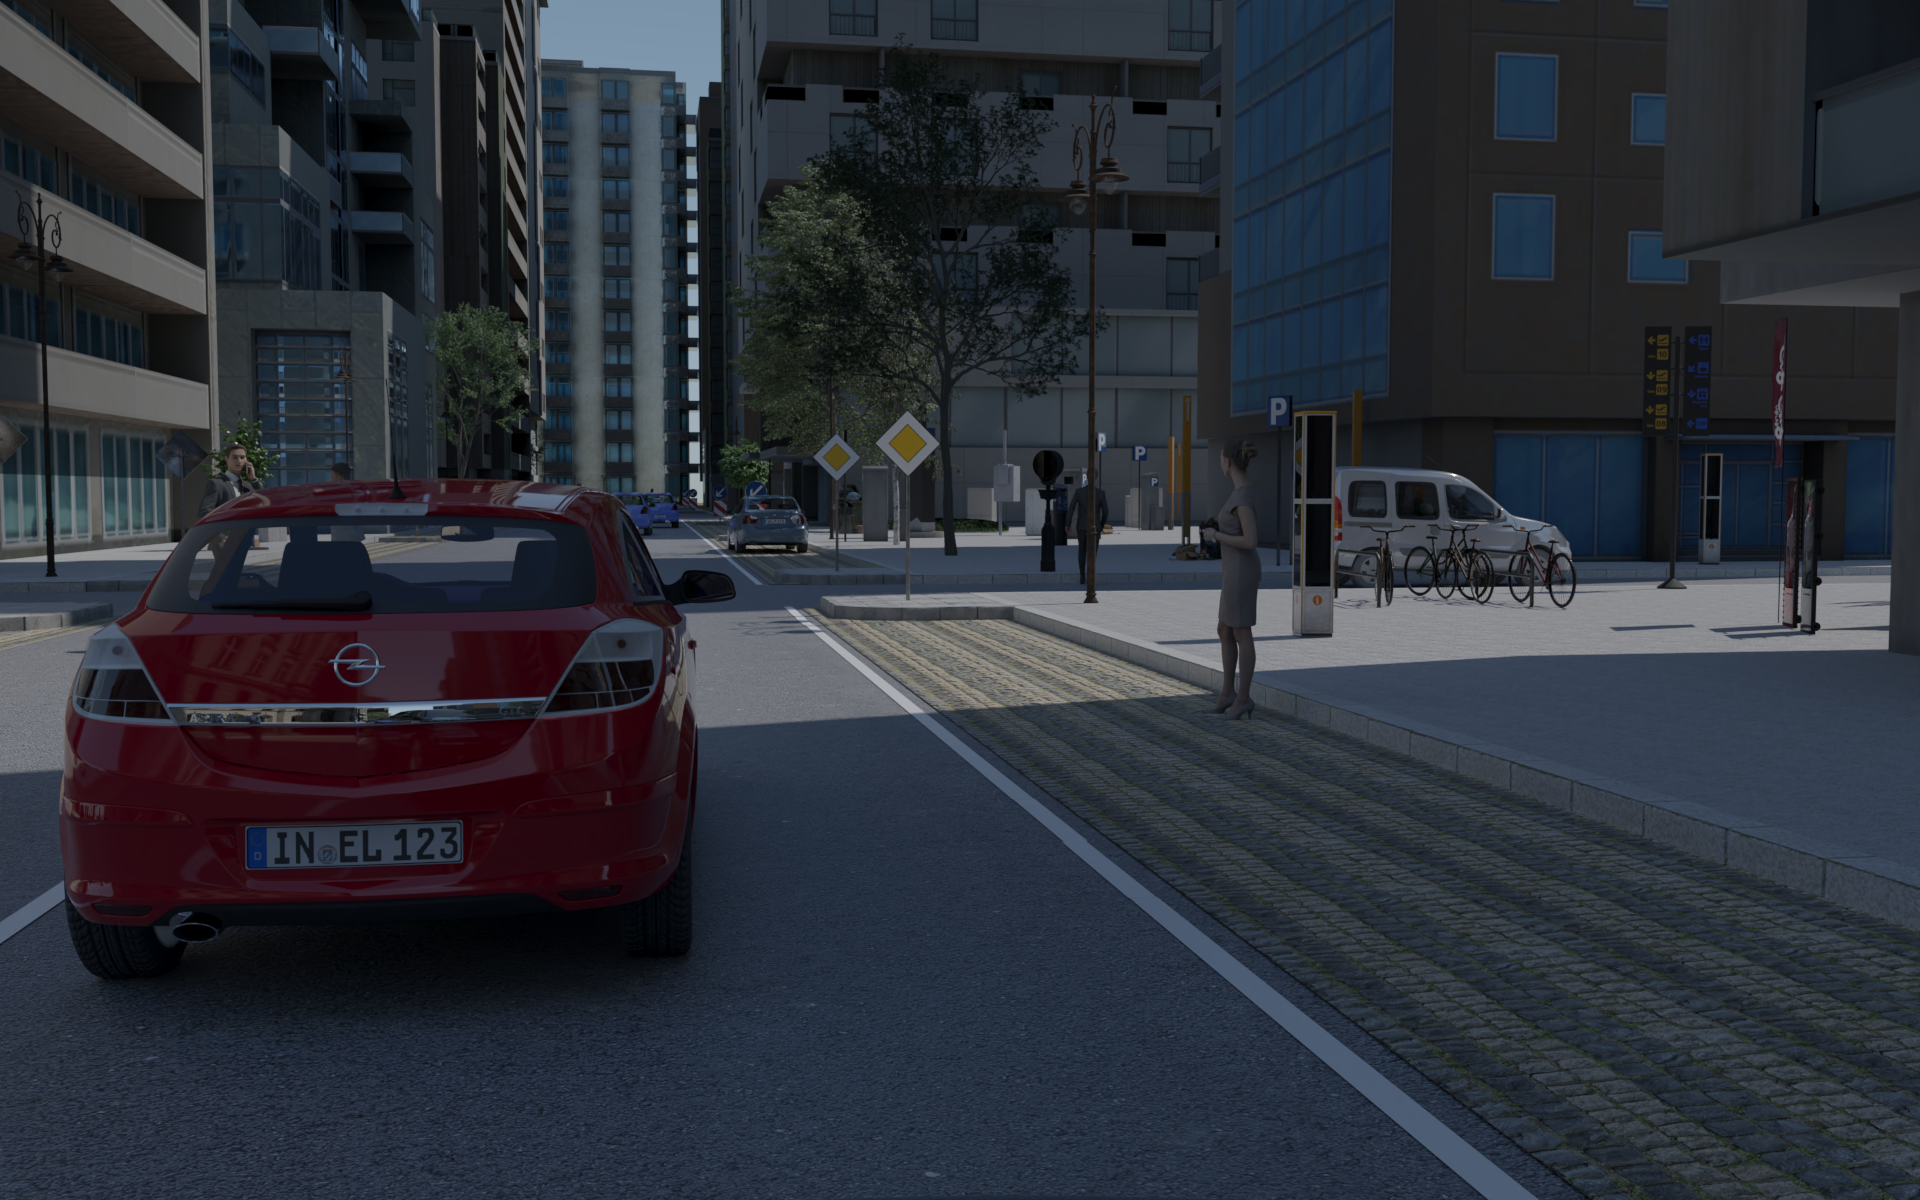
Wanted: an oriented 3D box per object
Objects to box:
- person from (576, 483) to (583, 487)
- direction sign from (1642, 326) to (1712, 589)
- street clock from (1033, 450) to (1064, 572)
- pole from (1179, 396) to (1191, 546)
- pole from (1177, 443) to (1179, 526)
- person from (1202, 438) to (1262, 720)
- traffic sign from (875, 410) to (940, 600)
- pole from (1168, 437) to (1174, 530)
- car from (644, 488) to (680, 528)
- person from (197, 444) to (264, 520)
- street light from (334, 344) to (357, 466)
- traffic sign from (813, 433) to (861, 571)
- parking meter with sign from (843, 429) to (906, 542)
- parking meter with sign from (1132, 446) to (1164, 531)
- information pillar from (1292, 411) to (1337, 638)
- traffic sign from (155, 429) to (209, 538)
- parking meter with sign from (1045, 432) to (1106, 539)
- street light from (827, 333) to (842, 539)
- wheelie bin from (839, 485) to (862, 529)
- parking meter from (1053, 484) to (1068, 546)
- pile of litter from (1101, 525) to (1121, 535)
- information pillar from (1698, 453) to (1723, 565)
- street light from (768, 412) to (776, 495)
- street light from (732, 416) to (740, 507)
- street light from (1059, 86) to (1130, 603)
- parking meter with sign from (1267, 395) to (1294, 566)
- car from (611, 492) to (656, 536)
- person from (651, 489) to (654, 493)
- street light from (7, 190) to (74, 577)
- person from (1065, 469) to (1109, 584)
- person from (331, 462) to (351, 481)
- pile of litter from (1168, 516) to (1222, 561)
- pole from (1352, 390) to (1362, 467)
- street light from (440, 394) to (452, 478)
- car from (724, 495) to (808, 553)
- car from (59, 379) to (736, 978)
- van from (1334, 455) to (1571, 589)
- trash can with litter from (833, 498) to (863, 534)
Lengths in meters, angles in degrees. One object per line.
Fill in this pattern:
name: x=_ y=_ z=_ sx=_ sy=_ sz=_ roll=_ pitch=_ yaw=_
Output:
person: x=-12.078 y=-2.830 z=55.014 sx=0.529 sy=1.795 sz=0.600 roll=0 pitch=4 yaw=5
direction sign: x=9.668 y=-1.921 z=23.413 sx=0.876 sy=3.537 sz=0.379 roll=0 pitch=4 yaw=3
street clock: x=1.454 y=-1.468 z=28.578 sx=0.471 sy=2.002 sz=0.358 roll=2 pitch=4 yaw=31
pole: x=4.705 y=-2.577 z=35.979 sx=0.158 sy=3.312 sz=0.155 roll=0 pitch=3 yaw=0
pole: x=8.767 y=-4.611 z=69.234 sx=0.158 sy=3.312 sz=0.155 roll=0 pitch=3 yaw=0
person: x=1.712 y=-0.128 z=10.932 sx=0.374 sy=1.781 sz=0.599 roll=0 pitch=4 yaw=7
traffic sign: x=-0.632 y=-1.051 z=20.831 sx=0.795 sy=2.450 sz=0.064 roll=-1 pitch=4 yaw=-10
pole: x=7.519 y=-4.150 z=61.694 sx=0.158 sy=3.312 sz=0.155 roll=0 pitch=3 yaw=0
car: x=-12.925 y=-3.943 z=74.064 sx=1.945 sy=1.707 sz=3.694 roll=-1 pitch=4 yaw=-12
person: x=-6.765 y=-0.510 z=16.203 sx=0.474 sy=1.900 sz=0.648 roll=0 pitch=4 yaw=5
street light: x=-18.899 y=-4.931 z=53.413 sx=0.468 sy=5.910 sz=1.993 roll=-1 pitch=4 yaw=-10
traffic sign: x=-2.042 y=-1.532 z=28.691 sx=0.795 sy=2.450 sz=0.064 roll=-1 pitch=4 yaw=-10
parking meter with sign: x=-2.283 y=-3.096 z=46.881 sx=1.738 sy=3.016 sz=0.543 roll=0 pitch=4 yaw=-7
parking meter with sign: x=6.739 y=-3.991 z=61.517 sx=0.543 sy=3.016 sz=1.738 roll=-1 pitch=4 yaw=-20
information pillar: x=3.176 y=-0.676 z=15.548 sx=0.304 sy=2.012 sz=0.304 roll=0 pitch=4 yaw=-5
traffic sign: x=-12.080 y=-1.424 z=26.918 sx=0.795 sy=2.450 sz=0.064 roll=-1 pitch=4 yaw=-10
parking meter with sign: x=3.265 y=-3.260 z=49.562 sx=1.738 sy=3.016 sz=0.543 roll=2 pitch=4 yaw=30
street light: x=-3.628 y=-4.650 z=48.817 sx=0.468 sy=5.910 sz=1.993 roll=-1 pitch=4 yaw=-10
wheelie bin: x=-3.630 y=-3.021 z=57.302 sx=0.980 sy=1.594 sz=0.693 roll=3 pitch=5 yaw=44
parking meter: x=2.498 y=-2.125 z=43.162 sx=0.372 sy=1.533 sz=0.369 roll=0 pitch=3 yaw=0
pile of litter: x=4.384 y=-2.522 z=55.204 sx=1.719 sy=0.858 sz=1.176 roll=-1 pitch=4 yaw=-20
information pillar: x=13.631 y=-1.649 z=31.461 sx=0.304 sy=2.012 sz=0.304 roll=0 pitch=4 yaw=8
street light: x=-8.345 y=-6.311 z=75.975 sx=0.468 sy=5.910 sz=1.993 roll=-1 pitch=4 yaw=-10
street light: x=-13.226 y=-7.942 z=102.642 sx=0.468 sy=5.910 sz=1.993 roll=-1 pitch=4 yaw=-10
street light: x=1.542 y=-2.901 z=20.212 sx=0.468 sy=5.910 sz=1.993 roll=-1 pitch=4 yaw=-10
parking meter with sign: x=6.359 y=-2.140 z=31.242 sx=1.738 sy=3.016 sz=0.543 roll=-2 pitch=4 yaw=-34
car: x=-11.689 y=-3.135 z=60.841 sx=1.945 sy=1.707 sz=3.694 roll=-1 pitch=4 yaw=-8
person: x=-21.288 y=-6.799 z=119.687 sx=0.705 sy=1.821 sz=1.348 roll=-2 pitch=4 yaw=-27
street light: x=-14.117 y=-3.299 z=26.729 sx=0.468 sy=5.910 sz=1.993 roll=-1 pitch=4 yaw=-10
person: x=2.024 y=-1.167 z=27.357 sx=0.659 sy=1.850 sz=0.755 roll=1 pitch=4 yaw=10
person: x=-7.271 y=-0.713 z=20.342 sx=0.466 sy=1.800 sz=0.511 roll=0 pitch=4 yaw=2
pile of litter: x=4.653 y=-1.223 z=33.968 sx=1.719 sy=0.858 sz=1.176 roll=-3 pitch=5 yaw=-42
pole: x=7.786 y=-2.458 z=34.027 sx=0.158 sy=3.312 sz=0.155 roll=0 pitch=3 yaw=0
street light: x=-23.710 y=-6.563 z=80.093 sx=0.468 sy=5.910 sz=1.993 roll=-1 pitch=4 yaw=-10
car: x=-4.817 y=-1.904 z=43.139 sx=2.014 sy=1.417 sz=4.499 roll=-1 pitch=4 yaw=-11
car: x=-1.939 y=0.142 z=6.716 sx=2.155 sy=1.783 sz=4.494 roll=-1 pitch=4 yaw=-9
van: x=7.316 y=-1.204 z=26.694 sx=4.112 sy=2.044 sz=2.013 roll=-1 pitch=4 yaw=-10
trash can with litter: x=-3.543 y=-2.706 z=55.628 sx=1.055 sy=1.170 sz=0.624 roll=-3 pitch=5 yaw=-44
